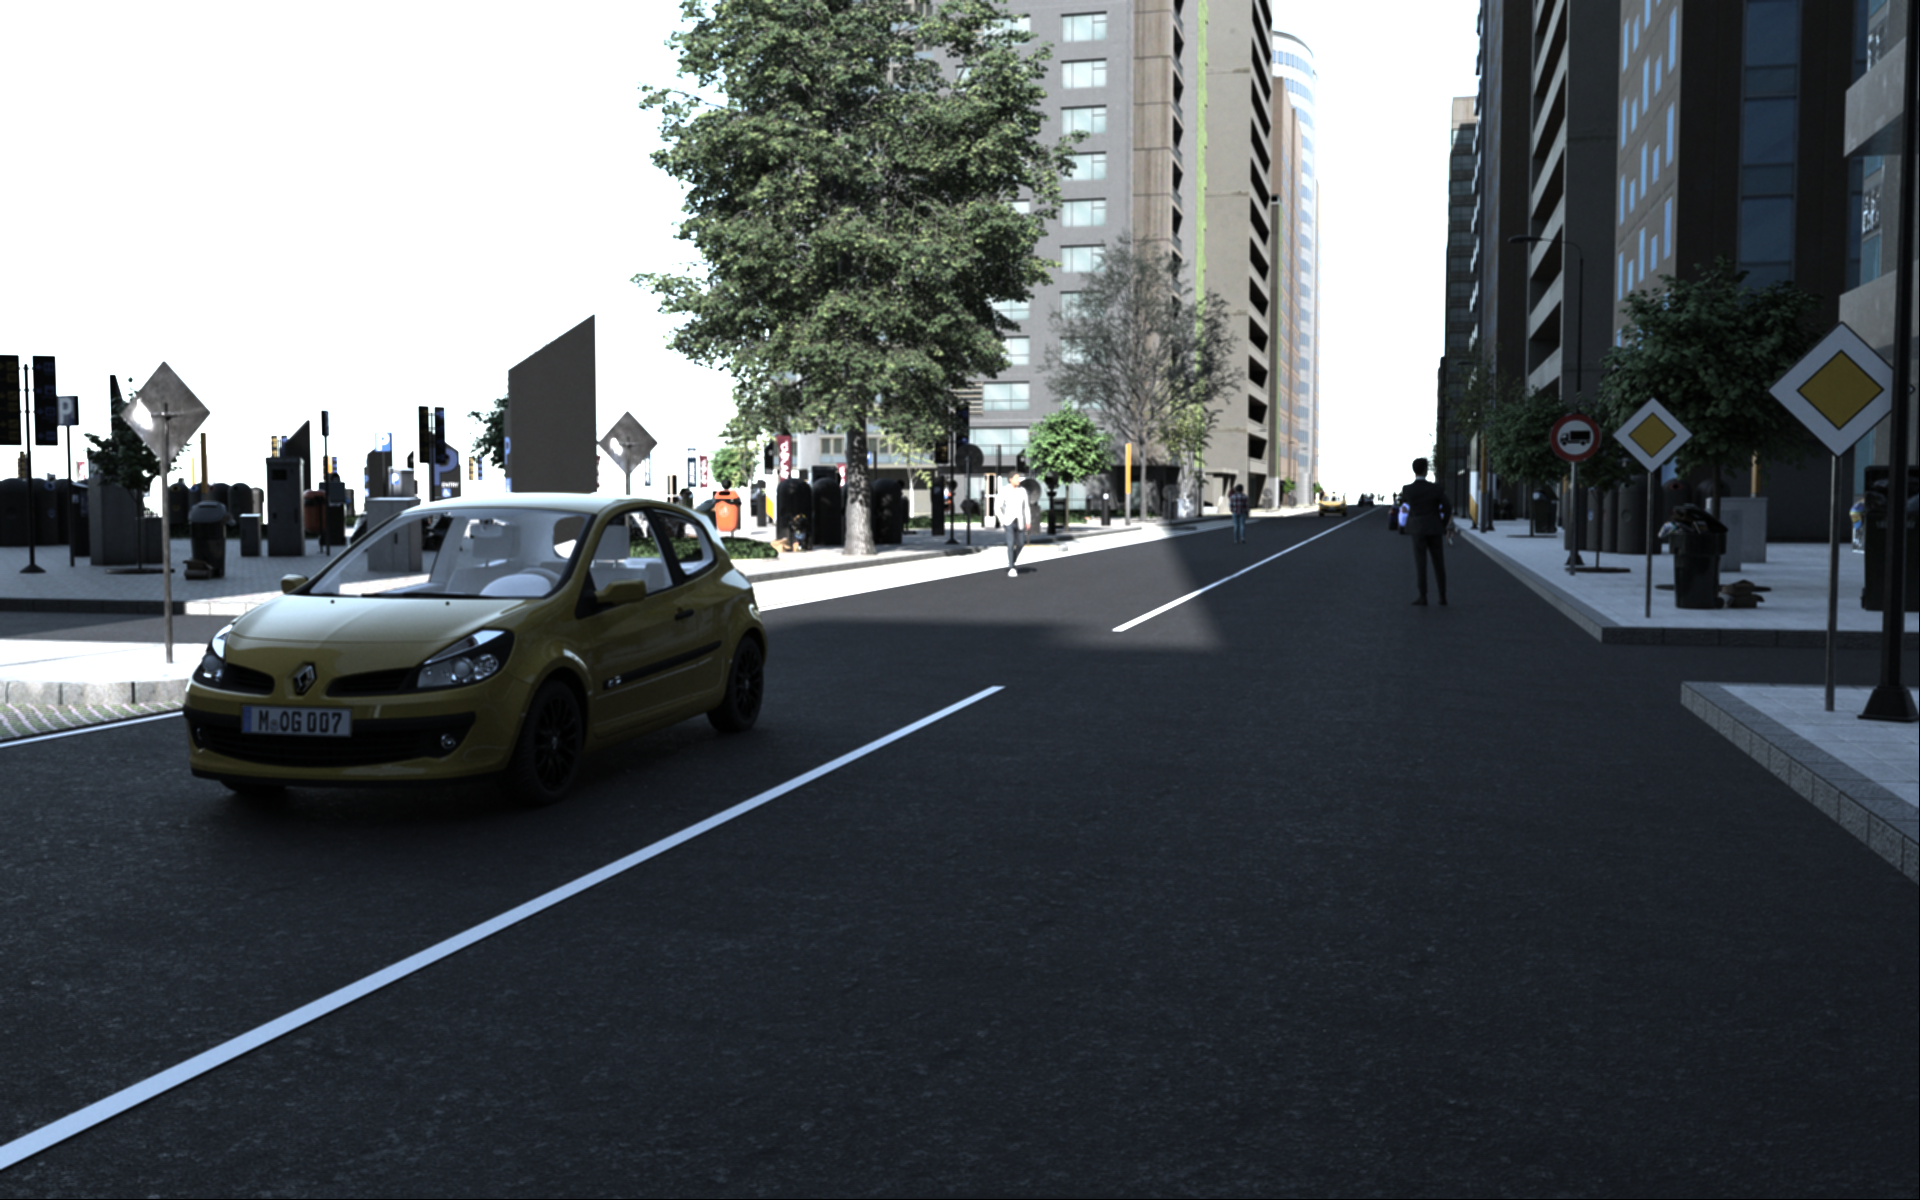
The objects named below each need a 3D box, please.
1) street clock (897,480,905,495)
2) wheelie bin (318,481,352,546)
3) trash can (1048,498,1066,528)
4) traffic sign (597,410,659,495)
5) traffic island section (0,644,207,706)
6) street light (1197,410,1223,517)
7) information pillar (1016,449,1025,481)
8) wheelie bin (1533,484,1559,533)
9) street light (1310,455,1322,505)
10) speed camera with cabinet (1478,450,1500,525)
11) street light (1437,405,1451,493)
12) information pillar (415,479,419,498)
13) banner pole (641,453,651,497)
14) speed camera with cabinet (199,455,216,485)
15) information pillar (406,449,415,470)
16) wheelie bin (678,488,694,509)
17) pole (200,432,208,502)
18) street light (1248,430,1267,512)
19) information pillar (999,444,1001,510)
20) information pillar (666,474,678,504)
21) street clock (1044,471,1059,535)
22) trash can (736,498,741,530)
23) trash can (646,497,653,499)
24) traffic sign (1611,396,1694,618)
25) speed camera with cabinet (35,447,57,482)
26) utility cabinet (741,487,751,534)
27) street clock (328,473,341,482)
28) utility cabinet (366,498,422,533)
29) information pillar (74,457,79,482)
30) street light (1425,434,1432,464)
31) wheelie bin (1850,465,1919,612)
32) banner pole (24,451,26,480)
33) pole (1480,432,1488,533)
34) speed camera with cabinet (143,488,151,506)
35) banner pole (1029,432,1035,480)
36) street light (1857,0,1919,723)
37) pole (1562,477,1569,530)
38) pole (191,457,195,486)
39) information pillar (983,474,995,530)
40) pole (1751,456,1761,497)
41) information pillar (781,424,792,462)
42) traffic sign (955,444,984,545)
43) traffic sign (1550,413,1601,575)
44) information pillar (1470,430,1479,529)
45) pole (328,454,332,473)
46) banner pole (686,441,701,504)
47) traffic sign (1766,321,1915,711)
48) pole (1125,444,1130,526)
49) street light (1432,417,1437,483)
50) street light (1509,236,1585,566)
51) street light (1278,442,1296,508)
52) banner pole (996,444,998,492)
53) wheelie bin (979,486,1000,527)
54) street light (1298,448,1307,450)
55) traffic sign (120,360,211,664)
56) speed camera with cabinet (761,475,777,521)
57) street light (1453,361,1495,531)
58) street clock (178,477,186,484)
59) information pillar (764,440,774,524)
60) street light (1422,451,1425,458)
[{"bbox_3d":[-3.056,-5.108,88.091,0.471,2.002,0.358,0,4,-8],"label":"street clock"},{"bbox_3d":[-15.741,-2.169,43.366,0.980,1.594,0.693,-1,4,-17],"label":"wheelie bin"},{"bbox_3d":[3.677,-3.276,65.215,0.748,1.137,0.748,0,3,0],"label":"trash can"},{"bbox_3d":[-3.991,-1.049,20.793,0.795,2.450,0.064,1,4,14],"label":"traffic sign"},{"bbox_3d":[-6.012,0.560,13.129,2.009,0.180,2.903,1,4,14],"label":"traffic island section"},{"bbox_3d":[13.807,-7.528,95.625,1.470,5.913,1.316,1,4,14],"label":"street light"},{"bbox_3d":[3.124,-5.962,88.834,0.504,3.616,0.183,-1,4,-13],"label":"information pillar"},{"bbox_3d":[19.117,-2.981,56.647,0.693,1.594,0.980,3,5,42],"label":"wheelie bin"},{"bbox_3d":[42.287,-14.262,205.732,1.470,5.913,1.316,1,4,14],"label":"street light"},{"bbox_3d":[22.401,-4.846,73.562,0.660,3.252,2.038,2,4,32],"label":"speed camera with cabinet"},{"bbox_3d":[25.838,-7.218,90.550,1.470,5.913,1.316,1,4,14],"label":"street light"},{"bbox_3d":[-26.716,-4.925,85.022,0.304,2.012,0.304,-1,4,-17],"label":"information pillar"},{"bbox_3d":[-13.204,-5.054,72.646,0.863,3.779,0.401,3,5,40],"label":"banner pole"},{"bbox_3d":[-37.569,-5.740,88.178,2.038,3.252,0.660,-3,5,-40],"label":"speed camera with cabinet"},{"bbox_3d":[-28.612,-6.051,90.284,0.183,3.616,0.504,2,4,29],"label":"information pillar"},{"bbox_3d":[-13.941,-4.913,88.234,0.693,1.594,0.980,2,4,34],"label":"wheelie bin"},{"bbox_3d":[-24.864,-3.863,56.995,0.158,3.312,0.155,0,3,0],"label":"pole"},{"bbox_3d":[21.391,-9.326,125.024,1.470,5.913,1.316,1,4,14],"label":"street light"},{"bbox_3d":[1.876,-5.514,81.513,0.183,3.616,0.504,0,4,5],"label":"information pillar"},{"bbox_3d":[-10.525,-3.598,63.326,0.304,2.012,0.304,3,5,42],"label":"information pillar"},{"bbox_3d":[2.889,-3.061,54.620,0.358,2.002,0.471,-2,4,-33],"label":"street clock"},{"bbox_3d":[-8.067,-3.129,62.817,0.748,1.137,0.748,0,3,0],"label":"trash can"},{"bbox_3d":[-15.290,-4.440,84.242,0.748,1.137,0.748,0,3,0],"label":"trash can"},{"bbox_3d":[7.135,-0.873,17.910,0.795,2.450,0.064,1,4,14],"label":"traffic sign"},{"bbox_3d":[-38.366,-4.743,71.889,0.660,3.252,2.038,0,4,6],"label":"speed camera with cabinet"},{"bbox_3d":[-6.862,-2.868,55.563,0.318,1.500,1.173,0,4,-7],"label":"utility cabinet"},{"bbox_3d":[-21.074,-3.286,58.299,0.358,2.002,0.471,2,4,24],"label":"street clock"},{"bbox_3d":[-9.425,-1.081,28.839,1.020,1.237,0.306,2,4,30],"label":"utility cabinet"},{"bbox_3d":[-55.869,-7.232,109.590,0.504,3.616,0.183,3,5,45],"label":"information pillar"},{"bbox_3d":[37.004,-9.896,134.343,1.470,5.913,1.316,1,4,14],"label":"street light"},{"bbox_3d":[10.324,-0.681,19.046,0.980,1.594,0.693,2,4,28],"label":"wheelie bin"},{"bbox_3d":[-53.798,-6.696,99.495,0.401,3.779,0.863,0,4,-8],"label":"banner pole"},{"bbox_3d":[17.307,-3.874,57.189,0.158,3.312,0.155,0,3,0],"label":"pole"},{"bbox_3d":[-49.743,-6.771,105.040,0.660,3.252,2.038,0,4,-4],"label":"speed camera with cabinet"},{"bbox_3d":[2.901,-4.869,69.620,0.401,3.779,0.863,1,4,21],"label":"banner pole"},{"bbox_3d":[4.788,-2.282,9.847,1.470,5.913,1.316,1,4,14],"label":"street light"},{"bbox_3d":[21.908,-4.205,62.591,0.158,3.312,0.155,0,3,0],"label":"pole"},{"bbox_3d":[-41.888,-6.165,94.644,0.158,3.312,0.155,0,3,0],"label":"pole"},{"bbox_3d":[1.084,-3.556,62.631,0.304,2.012,0.304,-1,4,-22],"label":"information pillar"},{"bbox_3d":[19.569,-2.980,42.561,0.158,3.312,0.155,0,3,0],"label":"pole"},{"bbox_3d":[-5.720,-4.016,57.017,0.183,3.616,0.504,2,4,33],"label":"information pillar"},{"bbox_3d":[0.217,-2.675,43.850,0.768,2.556,0.104,1,4,17],"label":"traffic sign"},{"bbox_3d":[9.689,-1.665,27.330,0.768,2.556,0.104,1,4,16],"label":"traffic sign"},{"bbox_3d":[18.854,-4.411,63.468,0.183,3.616,0.504,-1,4,-12],"label":"information pillar"},{"bbox_3d":[-32.414,-5.832,89.202,0.158,3.312,0.155,0,3,0],"label":"pole"},{"bbox_3d":[-12.561,-5.640,82.227,0.863,3.779,0.401,-1,4,-10],"label":"banner pole"},{"bbox_3d":[5.138,-0.400,10.178,0.795,2.450,0.064,1,4,14],"label":"traffic sign"},{"bbox_3d":[6.832,-4.686,70.466,0.158,3.312,0.155,0,3,0],"label":"pole"},{"bbox_3d":[29.302,-8.050,104.165,1.470,5.913,1.316,1,4,14],"label":"street light"},{"bbox_3d":[10.557,-3.586,31.177,1.470,5.913,1.316,1,4,14],"label":"street light"},{"bbox_3d":[29.054,-11.127,154.474,1.470,5.913,1.316,1,4,14],"label":"street light"},{"bbox_3d":[1.854,-5.941,87.157,0.401,3.779,0.863,0,4,4],"label":"banner pole"},{"bbox_3d":[1.146,-3.582,66.468,0.693,1.594,0.980,-2,4,-34],"label":"wheelie bin"},{"bbox_3d":[34.489,-12.429,175.751,1.470,5.913,1.316,1,4,14],"label":"street light"},{"bbox_3d":[-5.987,-0.576,13.061,0.795,2.450,0.064,1,4,14],"label":"traffic sign"},{"bbox_3d":[-8.928,-5.456,83.542,0.660,3.252,2.038,-2,4,-29],"label":"speed camera with cabinet"},{"bbox_3d":[18.039,-5.386,60.602,1.470,5.913,1.316,1,4,14],"label":"street light"},{"bbox_3d":[-33.468,-4.278,74.520,0.358,2.002,0.471,-1,4,-10],"label":"street clock"},{"bbox_3d":[-8.254,-5.106,74.839,0.504,3.616,0.183,-3,5,-43],"label":"information pillar"},{"bbox_3d":[44.894,-11.740,164.491,1.470,5.913,1.316,1,4,14],"label":"street light"}]
